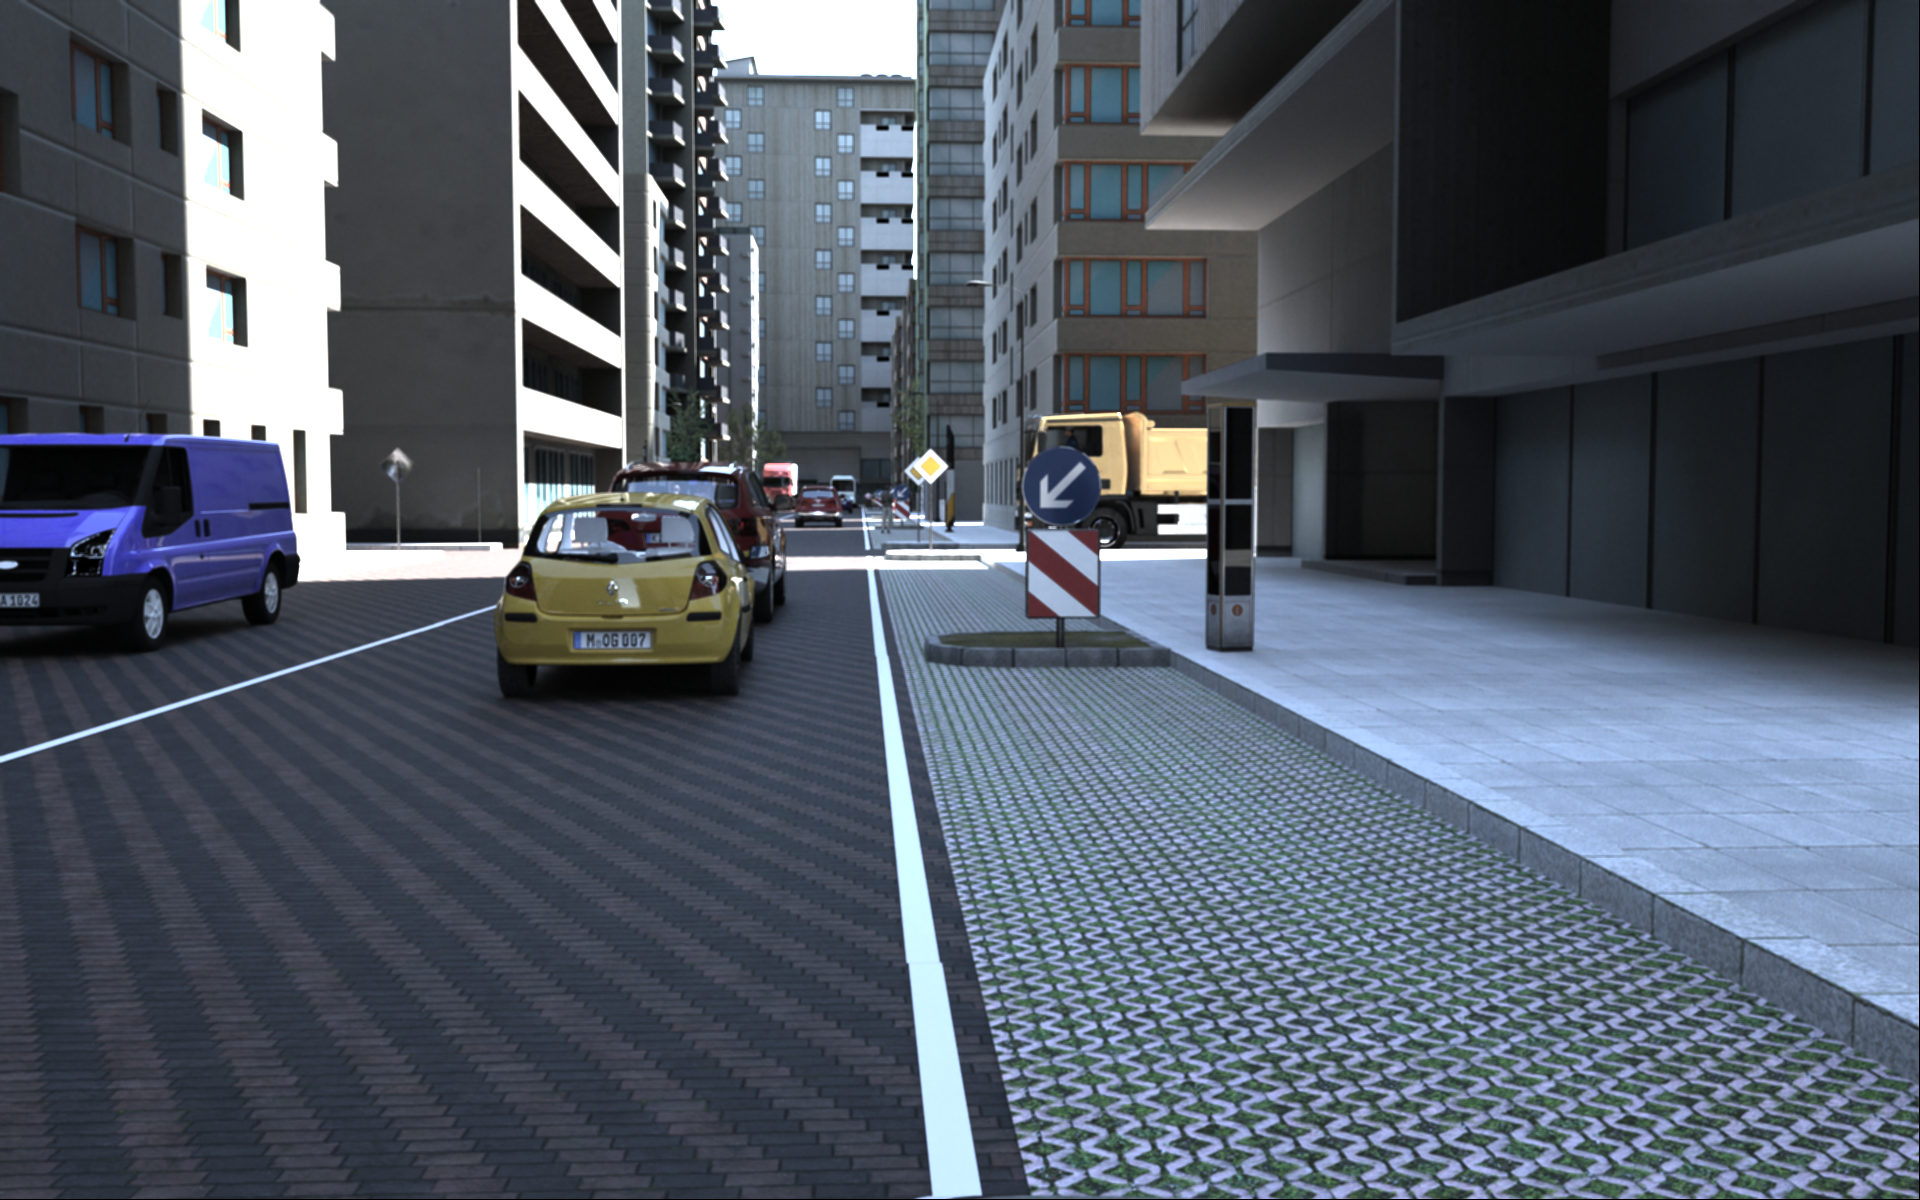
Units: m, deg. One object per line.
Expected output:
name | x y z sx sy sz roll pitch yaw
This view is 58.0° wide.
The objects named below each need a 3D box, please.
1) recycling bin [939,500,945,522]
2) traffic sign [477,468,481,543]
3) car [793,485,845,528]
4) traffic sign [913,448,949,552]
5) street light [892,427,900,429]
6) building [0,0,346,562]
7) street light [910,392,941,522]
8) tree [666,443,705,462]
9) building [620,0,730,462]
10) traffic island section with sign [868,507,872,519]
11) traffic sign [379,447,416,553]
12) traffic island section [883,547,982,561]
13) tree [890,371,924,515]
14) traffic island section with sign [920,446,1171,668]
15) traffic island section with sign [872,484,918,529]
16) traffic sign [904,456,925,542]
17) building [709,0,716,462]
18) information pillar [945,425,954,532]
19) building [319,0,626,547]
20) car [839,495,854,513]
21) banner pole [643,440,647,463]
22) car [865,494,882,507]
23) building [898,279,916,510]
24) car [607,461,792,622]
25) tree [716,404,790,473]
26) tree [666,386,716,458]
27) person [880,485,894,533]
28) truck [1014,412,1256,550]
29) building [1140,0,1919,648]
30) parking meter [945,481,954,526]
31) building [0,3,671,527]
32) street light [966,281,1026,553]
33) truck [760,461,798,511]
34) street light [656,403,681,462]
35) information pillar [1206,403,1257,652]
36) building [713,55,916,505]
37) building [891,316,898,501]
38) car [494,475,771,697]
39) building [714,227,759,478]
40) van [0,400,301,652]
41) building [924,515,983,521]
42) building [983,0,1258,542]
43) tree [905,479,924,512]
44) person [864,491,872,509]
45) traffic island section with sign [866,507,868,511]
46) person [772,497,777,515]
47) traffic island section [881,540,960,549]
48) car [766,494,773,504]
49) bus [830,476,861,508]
recycling bin | -0.677 -4.150 80.408 0.722 1.027 0.722 -1 4 -8
traffic sign | -12.578 -2.550 45.339 0.795 2.450 0.064 0 4 -3
car | -6.165 -4.104 75.767 2.281 1.827 5.304 0 4 -4
traffic sign | -0.644 -2.102 38.003 0.795 2.450 0.064 0 4 -3
street light | -3.997 -9.062 120.701 1.470 5.913 1.316 0 4 -3
building | -26.253 -10.720 20.308 28.899 21.520 27.650 0 4 -3
street light | -1.541 -6.500 78.822 1.470 5.913 1.316 0 4 -3
tree | -17.738 -7.773 110.805 4.285 4.588 4.351 0 3 0
building | -29.546 -29.287 133.471 22.147 44.769 28.867 0 4 -3
traffic island section with sign | -4.032 -5.440 97.574 1.989 1.847 2.006 0 4 -3
traffic sign | -12.121 -2.063 37.367 0.795 2.450 0.064 0 4 -3
traffic island section | -0.621 -0.966 38.081 2.009 0.180 2.903 0 4 -3
tree | -2.061 -9.423 104.421 4.737 8.622 4.395 0 3 0
traffic island section with sign | 0.696 -0.398 15.137 1.989 1.847 2.006 0 4 -3
traffic island section with sign | -2.486 -3.791 70.612 1.989 1.847 2.006 0 4 -3
traffic sign | -1.102 -2.589 45.975 0.795 2.450 0.064 0 4 -3
building | -30.819 -43.981 157.340 20.563 71.187 20.611 0 4 -3
information pillar | -0.331 -4.106 58.494 0.183 3.616 0.504 -1 4 -22
building | -22.812 -26.307 53.825 21.300 48.544 21.600 0 4 -3
car | -8.947 -7.175 129.892 1.945 1.354 3.894 0 4 -5
banner pole | -14.500 -5.493 79.834 0.401 3.779 0.863 0 4 1
car | -9.047 -10.467 181.362 2.015 1.641 3.980 0 4 -4
building | 8.926 -18.917 154.330 27.650 21.520 28.899 0 4 -3
car | -3.191 -0.747 20.885 2.281 1.827 5.304 0 4 -3
tree | -21.113 -14.643 173.819 8.767 10.594 7.601 0 4 1
tree | -18.603 -10.196 117.075 4.737 8.622 4.395 0 3 0
person | -2.631 -3.317 63.289 0.519 1.759 0.362 1 4 17
truck | 5.430 -2.843 42.409 9.791 3.379 3.469 0 4 -5
building | 17.807 -26.491 22.359 28.713 52.752 27.495 0 4 -3
parking meter | -0.411 -3.873 69.037 0.255 1.863 0.399 2 4 24
building | -30.209 -14.828 87.469 27.650 21.520 28.899 0 4 -3
street light | 0.828 -4.002 37.970 1.470 5.913 1.316 0 4 -3
truck | -15.678 -9.928 151.232 2.839 4.237 11.283 0 4 -2
street light | -14.972 -7.111 88.799 1.470 5.913 1.316 0 4 -3
information pillar | 2.213 -0.592 14.171 0.304 2.012 0.304 -1 4 -16
building | -16.850 -38.439 217.716 27.495 52.752 28.713 0 4 -3
building | 6.764 -20.711 183.662 27.650 21.520 28.899 0 4 -3
car | -2.529 -0.214 13.727 2.015 1.641 3.980 0 4 -5
building | -29.103 -25.503 188.668 14.107 30.474 14.160 0 4 -3
van | -8.394 -0.797 17.418 2.240 2.365 5.245 0 4 -5
building | 5.119 -24.690 87.282 14.154 41.232 14.086 0 4 -3
building | 16.188 -13.130 59.707 28.899 21.520 27.650 0 4 -3
tree | -2.823 -7.911 123.947 1.663 3.219 1.824 0 3 0
person | -7.959 -8.653 150.917 0.756 1.711 0.436 1 4 21
traffic island section with sign | -6.943 -8.549 148.396 1.989 1.847 2.006 0 4 -3
person | -9.177 -4.472 85.865 0.306 1.304 0.590 1 4 10
traffic island section | -1.078 -1.454 46.053 2.009 0.180 2.903 0 4 -3
car | -15.611 -7.718 136.409 2.015 1.641 3.980 0 4 -4
bus | -12.141 -11.553 183.751 2.948 3.499 13.247 0 4 -1
